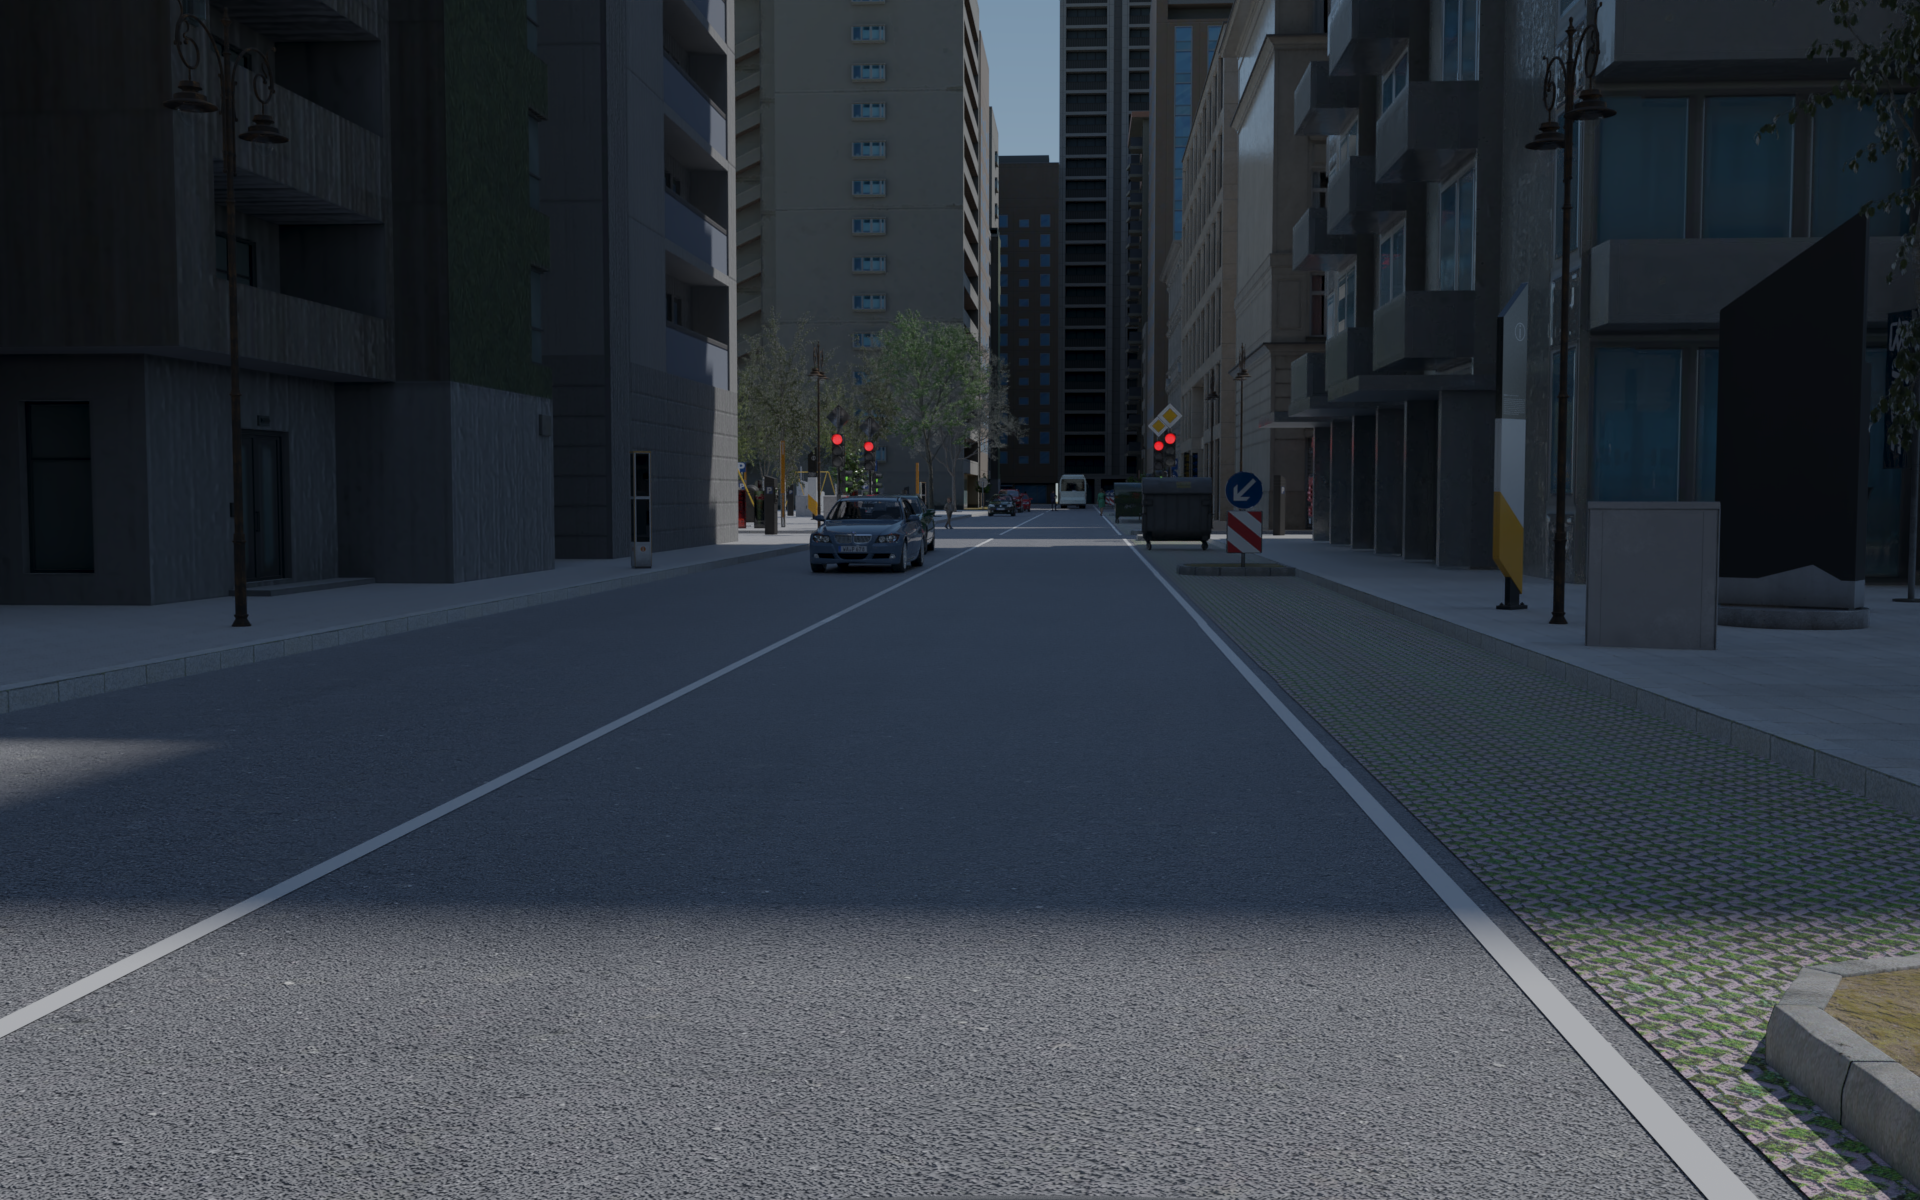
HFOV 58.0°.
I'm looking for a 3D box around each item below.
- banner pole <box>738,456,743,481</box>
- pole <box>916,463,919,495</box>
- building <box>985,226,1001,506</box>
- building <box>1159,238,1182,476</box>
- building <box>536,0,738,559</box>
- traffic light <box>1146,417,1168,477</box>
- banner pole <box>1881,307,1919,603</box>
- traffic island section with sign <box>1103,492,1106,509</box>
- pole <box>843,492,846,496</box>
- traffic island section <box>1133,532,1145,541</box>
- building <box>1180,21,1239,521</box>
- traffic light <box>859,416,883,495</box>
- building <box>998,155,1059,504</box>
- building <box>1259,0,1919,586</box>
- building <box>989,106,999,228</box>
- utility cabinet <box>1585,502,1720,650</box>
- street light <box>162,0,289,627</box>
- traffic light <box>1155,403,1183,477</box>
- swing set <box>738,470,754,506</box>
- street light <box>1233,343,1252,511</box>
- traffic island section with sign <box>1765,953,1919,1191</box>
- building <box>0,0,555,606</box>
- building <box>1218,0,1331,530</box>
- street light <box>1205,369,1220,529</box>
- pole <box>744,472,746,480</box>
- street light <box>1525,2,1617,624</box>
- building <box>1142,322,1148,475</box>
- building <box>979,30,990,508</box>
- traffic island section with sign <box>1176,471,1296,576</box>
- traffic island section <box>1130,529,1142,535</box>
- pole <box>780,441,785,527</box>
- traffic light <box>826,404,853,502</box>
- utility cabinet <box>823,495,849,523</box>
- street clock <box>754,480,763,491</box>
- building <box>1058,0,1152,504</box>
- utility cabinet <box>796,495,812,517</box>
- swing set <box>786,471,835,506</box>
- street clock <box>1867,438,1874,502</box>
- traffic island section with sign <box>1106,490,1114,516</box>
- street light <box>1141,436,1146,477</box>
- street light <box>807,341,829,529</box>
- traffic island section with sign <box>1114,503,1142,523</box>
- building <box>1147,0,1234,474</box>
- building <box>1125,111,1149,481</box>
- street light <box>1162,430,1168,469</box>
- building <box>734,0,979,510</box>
[{"bbox_3d":[-14.556,-7.640,114.923,0.401,3.779,0.863,1,4,22],"label":"banner pole"},{"bbox_3d":[-2.784,-7.283,112.928,0.158,3.312,0.155,0,3,0],"label":"pole"},{"bbox_3d":[-3.122,-25.018,180.741,14.160,30.474,14.107,0,4,4],"label":"building"},{"bbox_3d":[20.659,-17.691,125.409,11.583,22.565,21.152,0,4,4],"label":"building"},{"bbox_3d":[-20.308,-30.570,41.815,28.212,58.520,21.231,0,4,4],"label":"building"},{"bbox_3d":[7.020,-4.438,61.484,0.839,4.253,0.868,0,4,4],"label":"traffic light"},{"bbox_3d":[11.314,-1.880,20.756,0.401,3.779,0.863,0,4,-5],"label":"banner pole"},{"bbox_3d":[16.235,-11.154,190.995,1.989,1.847,2.006,0,4,4],"label":"traffic island section with sign"},{"bbox_3d":[-5.714,-5.607,85.525,0.158,3.312,0.155,0,3,0],"label":"pole"},{"bbox_3d":[6.494,-1.917,53.630,2.009,0.180,2.903,0,4,4],"label":"traffic island section"},{"bbox_3d":[23.086,-17.917,97.451,19.350,26.468,34.151,0,4,4],"label":"building"},{"bbox_3d":[-3.217,-4.481,62.190,0.839,4.253,0.868,0,4,4],"label":"traffic light"},{"bbox_3d":[5.955,-35.360,228.251,14.200,45.320,14.600,0,4,4],"label":"building"},{"bbox_3d":[19.159,-25.424,35.299,23.786,49.044,30.456,0,4,4],"label":"building"},{"bbox_3d":[-6.545,-35.365,201.914,21.600,48.544,21.300,0,4,4],"label":"building"},{"bbox_3d":[5.797,-0.205,14.509,1.020,1.237,0.306,2,4,24],"label":"utility cabinet"},{"bbox_3d":[-6.968,-2.681,16.617,0.468,5.910,1.993,0,4,4],"label":"street light"},{"bbox_3d":[6.455,-3.951,53.519,0.839,4.253,0.868,0,4,4],"label":"traffic light"},{"bbox_3d":[-10.457,-4.768,75.577,2.862,2.851,3.119,1,4,11],"label":"swing set"},{"bbox_3d":[8.611,-4.906,53.002,0.468,5.910,1.993,0,4,4],"label":"street light"},{"bbox_3d":[2.978,0.296,3.791,1.989,1.847,2.006,0,4,4],"label":"traffic island section with sign"},{"bbox_3d":[-14.394,-15.325,22.269,14.160,30.474,14.107,0,4,4],"label":"building"},{"bbox_3d":[25.803,-14.343,67.797,30.059,22.955,16.112,0,4,4],"label":"building"},{"bbox_3d":[9.328,-5.589,64.160,0.468,5.910,1.993,0,4,4],"label":"street light"},{"bbox_3d":[-15.932,-8.236,128.508,0.158,3.312,0.155,0,3,0],"label":"pole"},{"bbox_3d":[5.917,-2.701,16.950,0.468,5.910,1.993,0,4,4],"label":"street light"},{"bbox_3d":[31.968,-19.704,167.203,27.650,21.520,28.899,0,4,4],"label":"building"},{"bbox_3d":[-4.502,-31.551,165.977,14.600,45.320,14.200,0,4,4],"label":"building"},{"bbox_3d":[4.899,-1.366,30.968,1.989,1.847,2.006,0,4,4],"label":"traffic island section with sign"},{"bbox_3d":[7.059,-2.405,61.595,2.009,0.180,2.903,0,4,4],"label":"traffic island section"},{"bbox_3d":[-6.810,-4.448,66.562,0.158,3.312,0.155,0,3,0],"label":"pole"},{"bbox_3d":[-3.782,-3.994,54.225,0.839,4.253,0.868,0,4,4],"label":"traffic light"},{"bbox_3d":[-5.131,-3.699,71.638,1.020,1.237,0.306,0,4,2],"label":"utility cabinet"},{"bbox_3d":[-10.442,-5.229,90.063,0.471,2.002,0.358,2,4,35],"label":"street clock"},{"bbox_3d":[23.503,-48.355,228.862,20.611,71.187,20.563,0,4,4],"label":"building"},{"bbox_3d":[-8.769,-5.294,97.726,1.020,1.237,0.306,1,4,22],"label":"utility cabinet"},{"bbox_3d":[-10.399,-7.521,120.582,3.119,2.851,2.862,2,4,34],"label":"swing set"},{"bbox_3d":[9.832,-0.885,19.034,0.358,2.002,0.471,2,4,23],"label":"street clock"},{"bbox_3d":[10.741,-6.406,113.366,1.989,1.847,2.006,0,4,4],"label":"traffic island section with sign"},{"bbox_3d":[14.360,-9.979,135.948,0.468,5.910,1.993,0,4,4],"label":"street light"},{"bbox_3d":[-4.282,-4.875,52.499,0.468,5.910,1.993,0,4,4],"label":"street light"},{"bbox_3d":[8.836,-4.761,86.478,1.989,1.847,2.006,0,4,4],"label":"traffic island section with sign"},{"bbox_3d":[23.027,-30.302,145.545,14.600,45.320,14.200,0,4,4],"label":"building"},{"bbox_3d":[29.936,-33.083,195.538,22.147,44.769,28.867,0,4,4],"label":"building"},{"bbox_3d":[11.802,-7.784,100.057,0.468,5.910,1.993,0,4,4],"label":"street light"},{"bbox_3d":[-9.622,-32.076,148.144,21.300,48.544,21.600,0,4,4],"label":"building"}]
